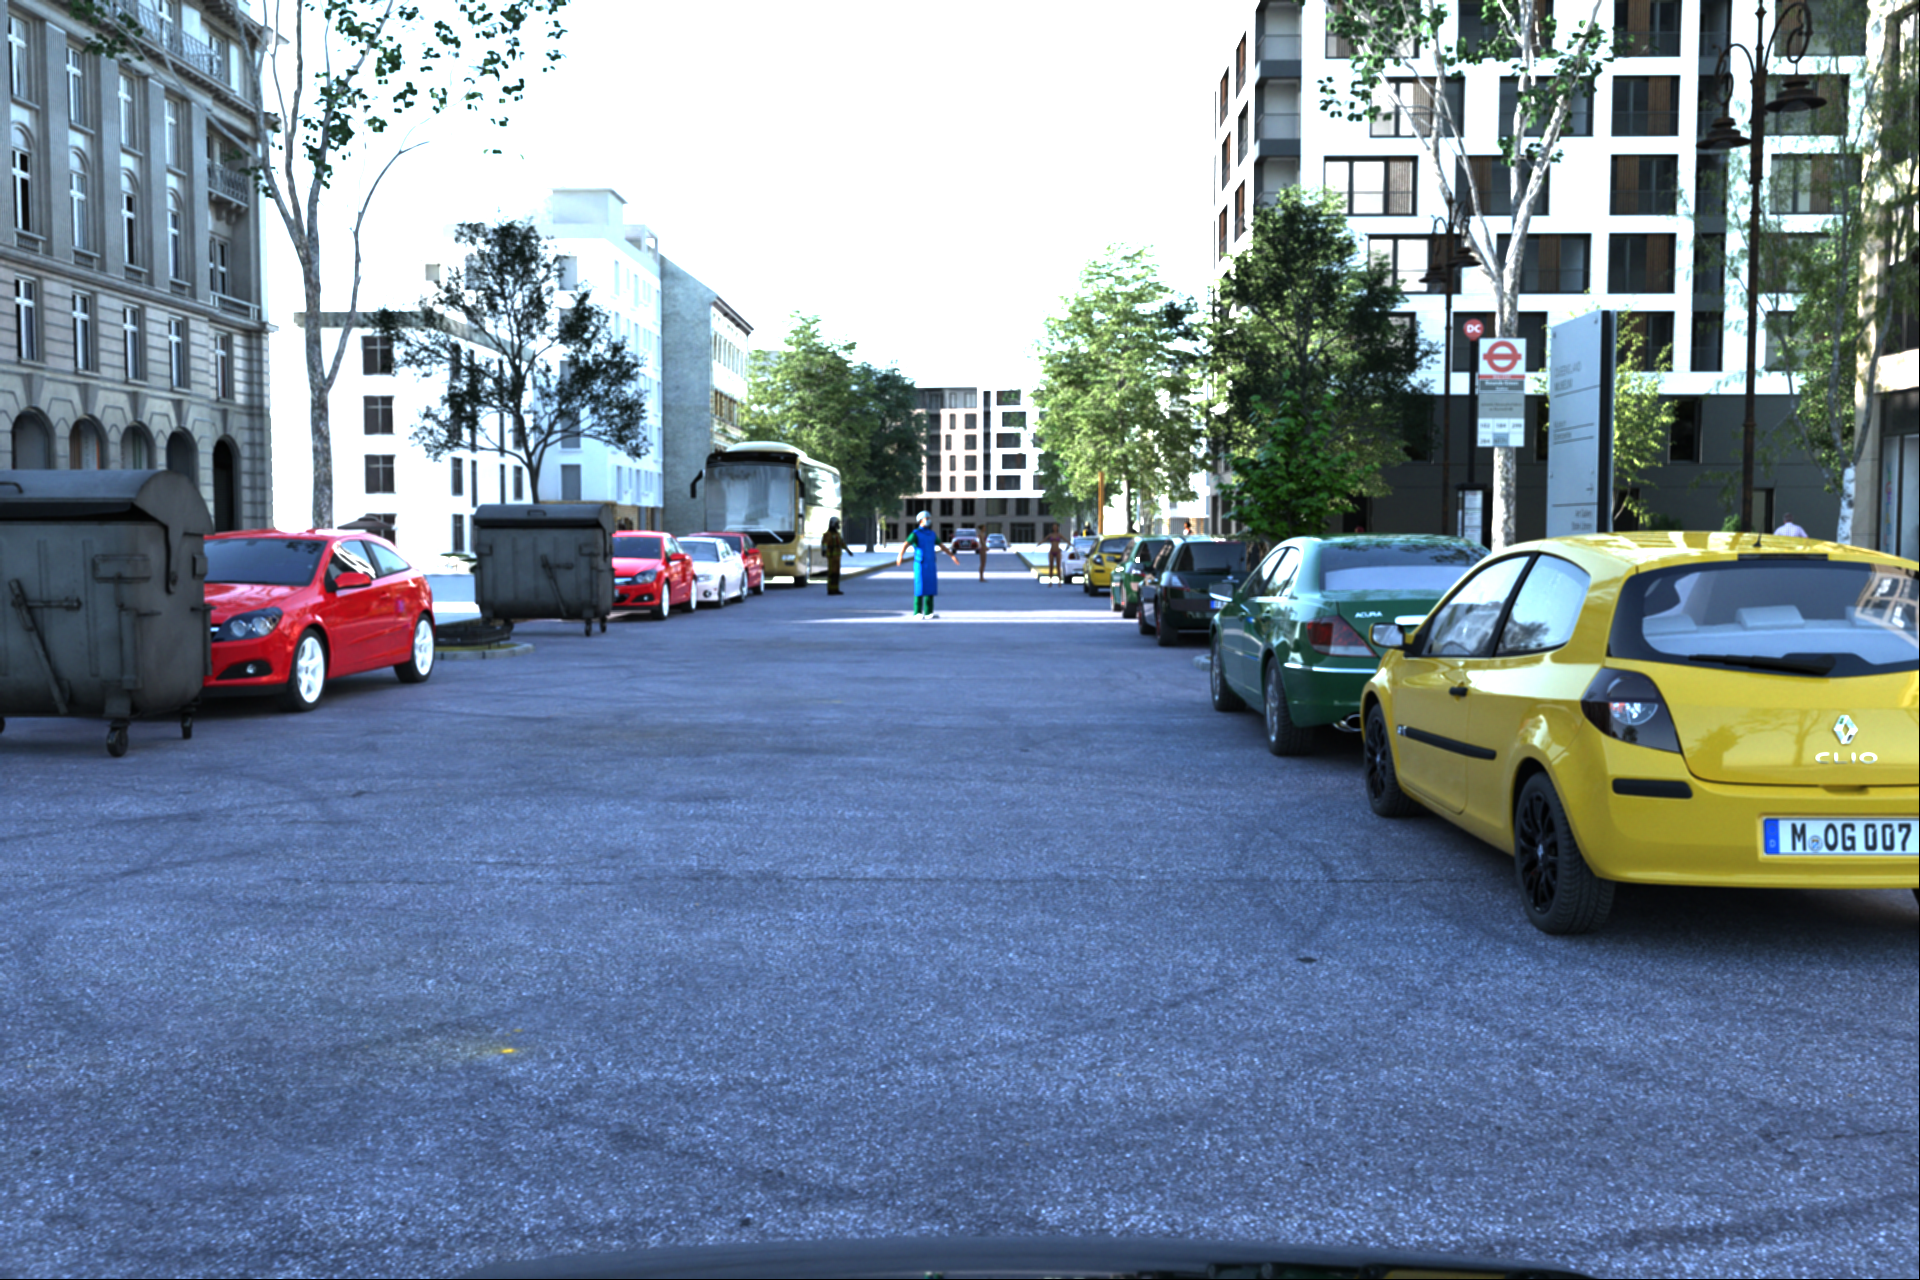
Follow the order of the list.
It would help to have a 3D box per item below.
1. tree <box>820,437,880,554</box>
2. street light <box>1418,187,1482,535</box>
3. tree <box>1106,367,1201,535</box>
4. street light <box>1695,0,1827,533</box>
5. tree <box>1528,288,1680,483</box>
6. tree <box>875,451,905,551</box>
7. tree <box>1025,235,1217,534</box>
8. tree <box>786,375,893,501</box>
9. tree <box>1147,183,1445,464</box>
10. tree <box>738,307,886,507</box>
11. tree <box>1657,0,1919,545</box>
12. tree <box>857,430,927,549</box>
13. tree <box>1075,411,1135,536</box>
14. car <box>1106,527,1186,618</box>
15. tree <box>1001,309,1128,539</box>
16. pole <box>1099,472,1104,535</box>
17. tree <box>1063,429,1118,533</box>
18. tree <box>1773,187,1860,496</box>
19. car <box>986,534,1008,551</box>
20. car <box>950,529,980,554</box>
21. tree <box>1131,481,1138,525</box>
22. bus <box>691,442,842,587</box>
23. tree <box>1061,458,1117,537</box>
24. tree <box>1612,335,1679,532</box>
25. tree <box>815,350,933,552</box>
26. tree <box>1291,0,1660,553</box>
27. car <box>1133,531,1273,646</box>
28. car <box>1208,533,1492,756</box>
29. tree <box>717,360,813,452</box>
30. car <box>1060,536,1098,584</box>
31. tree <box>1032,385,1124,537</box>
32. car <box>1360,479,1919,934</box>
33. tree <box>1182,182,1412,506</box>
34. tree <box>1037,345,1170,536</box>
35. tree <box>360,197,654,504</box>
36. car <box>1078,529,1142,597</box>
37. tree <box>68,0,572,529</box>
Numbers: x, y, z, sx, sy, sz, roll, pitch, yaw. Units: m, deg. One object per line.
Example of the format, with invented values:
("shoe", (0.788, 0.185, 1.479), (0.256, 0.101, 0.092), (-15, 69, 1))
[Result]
("tree", (-7.644, -9.742, 109.642), (4.360, 8.622, 3.978), (0, 3, 0))
("street light", (6.618, -3.104, 23.540), (0.468, 5.910, 1.993), (0, 4, 1))
("tree", (7.715, -7.603, 74.675), (4.360, 8.622, 3.978), (0, 3, 0))
("street light", (6.893, -2.587, 15.081), (0.468, 5.910, 1.993), (0, 4, 1))
("tree", (19.486, -6.265, 52.790), (4.737, 8.622, 4.395), (0, 3, 0))
("tree", (-5.960, -11.106, 131.952), (4.737, 8.622, 4.395), (0, 3, 0))
("tree", (6.047, -9.083, 66.628), (7.486, 12.596, 7.792), (0, 3, 0))
("tree", (-7.302, -10.052, 98.766), (7.601, 10.594, 8.767), (-1, 4, -23))
("tree", (9.466, -6.822, 45.955), (8.767, 10.594, 7.601), (-3, 4, -38))
("tree", (-7.527, -10.342, 87.221), (7.486, 12.596, 7.792), (0, 3, 0))
("tree", (9.682, -4.183, 18.762), (4.360, 8.622, 3.978), (0, 3, 0))
("tree", (-6.540, -12.907, 145.435), (8.767, 10.594, 7.601), (2, 4, 28))
("tree", (7.645, -9.152, 100.006), (4.360, 8.622, 3.978), (0, 3, 0))
("car", (3.638, -1.287, 30.825), (2.009, 1.686, 4.222), (0, 4, 1))
("tree", (9.228, -17.683, 145.009), (12.611, 20.169, 13.585), (0, 3, 0))
("pole", (4.652, -3.856, 56.894), (0.158, 3.312, 0.155), (0, 3, 0))
("tree", (8.687, -9.840, 111.245), (4.360, 8.622, 3.978), (0, 3, 0))
("tree", (29.642, -8.900, 52.165), (9.857, 13.997, 8.962), (0, 3, 0))
("car", (3.049, -8.215, 146.314), (2.014, 1.417, 4.499), (0, 4, 1))
("car", (0.427, -7.196, 126.319), (2.281, 1.827, 5.304), (0, 4, 1))
("tree", (27.037, -20.085, 246.515), (7.486, 12.596, 7.792), (0, 3, 0))
("bus", (-5.223, -3.566, 49.847), (2.896, 3.916, 12.252), (0, 4, 1))
("tree", (8.022, -10.170, 116.640), (4.360, 8.622, 3.978), (0, 3, 0))
("tree", (22.808, -6.730, 60.398), (4.737, 8.622, 4.395), (0, 3, 0))
("tree", (-6.341, -13.134, 121.396), (9.857, 13.997, 8.962), (0, 3, 0))
("tree", (8.832, -10.763, 31.857), (12.611, 20.169, 13.585), (0, 3, 0))
("car", (3.397, -0.838, 23.486), (2.009, 1.686, 4.222), (0, 4, 1))
("car", (2.946, -0.049, 12.598), (2.131, 1.459, 4.920), (0, 4, 1))
("tree", (-8.169, -7.487, 72.770), (4.737, 8.622, 4.395), (0, 3, 0))
("car", (3.914, -2.384, 51.342), (2.083, 1.381, 4.827), (0, 4, 0))
("tree", (8.814, -12.646, 124.886), (7.486, 12.596, 7.792), (0, 3, 0))
("car", (2.934, 0.160, 7.615), (2.015, 1.641, 3.980), (0, 4, 1))
("tree", (10.974, -8.484, 56.840), (7.486, 12.596, 7.792), (0, 3, 0))
("tree", (7.713, -10.233, 93.067), (9.928, 11.665, 9.643), (0, 3, 0))
("tree", (-11.928, -6.965, 48.287), (7.601, 10.594, 8.767), (2, 4, 30))
("car", (3.833, -1.890, 41.124), (2.015, 1.641, 3.980), (0, 4, 1))
("tree", (-12.894, -10.729, 31.314), (12.611, 20.169, 13.585), (0, 3, 0))
